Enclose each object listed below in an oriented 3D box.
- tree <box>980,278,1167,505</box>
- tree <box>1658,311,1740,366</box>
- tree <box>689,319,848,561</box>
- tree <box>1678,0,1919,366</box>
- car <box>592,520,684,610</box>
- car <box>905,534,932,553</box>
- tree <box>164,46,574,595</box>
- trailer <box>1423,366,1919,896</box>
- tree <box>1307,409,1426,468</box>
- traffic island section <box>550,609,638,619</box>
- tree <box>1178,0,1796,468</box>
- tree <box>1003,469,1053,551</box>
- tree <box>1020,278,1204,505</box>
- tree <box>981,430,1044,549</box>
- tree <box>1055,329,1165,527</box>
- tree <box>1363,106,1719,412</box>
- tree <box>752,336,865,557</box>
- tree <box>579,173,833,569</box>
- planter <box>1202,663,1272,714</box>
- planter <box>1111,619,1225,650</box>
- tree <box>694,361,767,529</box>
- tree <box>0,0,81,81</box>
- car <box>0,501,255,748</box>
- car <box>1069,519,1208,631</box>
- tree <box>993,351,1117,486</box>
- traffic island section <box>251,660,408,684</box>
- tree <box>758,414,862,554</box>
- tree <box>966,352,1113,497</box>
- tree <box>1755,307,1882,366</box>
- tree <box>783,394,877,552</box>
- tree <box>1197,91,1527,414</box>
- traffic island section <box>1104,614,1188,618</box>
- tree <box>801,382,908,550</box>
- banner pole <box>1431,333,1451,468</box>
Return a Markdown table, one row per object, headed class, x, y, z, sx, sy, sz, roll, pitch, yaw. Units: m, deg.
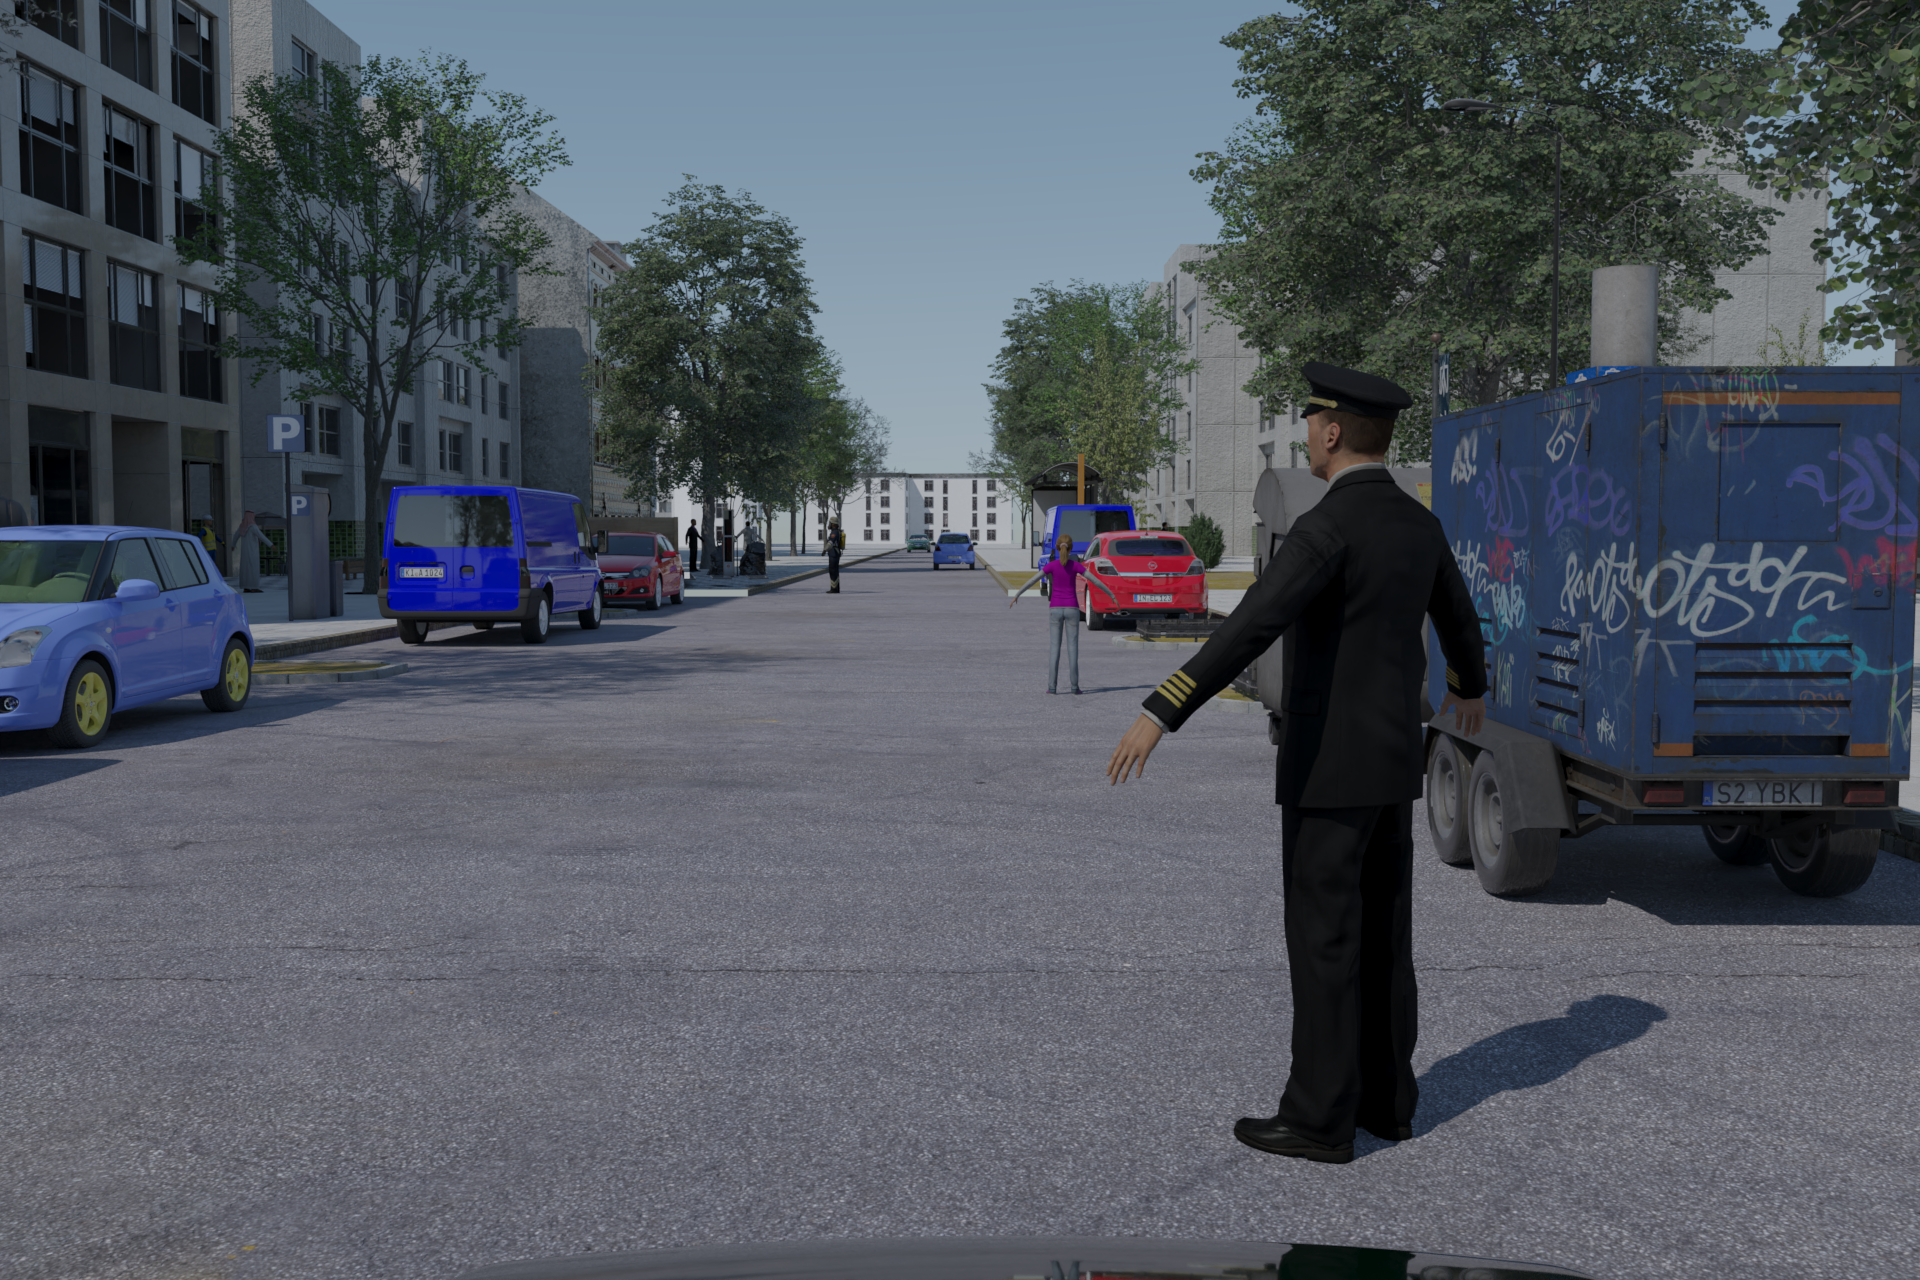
| class | x | y | z | sx | sy | sz | roll | pitch | yaw |
| --- | --- | --- | --- | --- | --- | --- | --- | --- | --- |
| tree | 5.908 | -10.980 | 86.174 | 9.857 | 13.997 | 8.962 | 0 | 3 | 0 |
| tree | 22.561 | -6.499 | 56.625 | 4.360 | 8.622 | 3.978 | 0 | 3 | 0 |
| tree | -9.173 | -9.574 | 82.295 | 9.928 | 11.665 | 9.643 | 0 | 3 | 0 |
| tree | 8.352 | -6.302 | 9.696 | 9.857 | 13.997 | 8.962 | 0 | 3 | 0 |
| car | -6.554 | -1.522 | 33.924 | 2.155 | 1.783 | 4.494 | 0 | 3 | 0 |
| car | -3.209 | -7.556 | 135.331 | 2.131 | 1.459 | 4.920 | 0 | 4 | 0 |
| tree | -12.358 | -6.780 | 36.605 | 9.928 | 11.665 | 9.643 | 0 | 3 | 0 |
| trailer | 2.802 | -0.050 | 7.863 | 1.471 | 1.999 | 3.904 | 0 | 4 | 0 |
| tree | 14.080 | -6.556 | 57.561 | 4.360 | 8.622 | 3.978 | 0 | 3 | 0 |
| traffic island section | -6.730 | -0.456 | 30.327 | 1.991 | 0.108 | 1.994 | 0 | 4 | 1 |
| tree | 8.364 | -7.434 | 28.199 | 9.857 | 13.997 | 8.962 | 0 | 3 | 0 |
| tree | 5.294 | -10.906 | 128.669 | 4.737 | 8.622 | 4.395 | 0 | 3 | 0 |
| tree | 6.058 | -8.875 | 70.867 | 9.928 | 11.665 | 9.643 | 0 | 3 | 0 |
| tree | 5.440 | -13.489 | 146.299 | 9.928 | 11.665 | 9.643 | 0 | 3 | 0 |
| tree | 5.510 | -6.808 | 61.665 | 4.737 | 8.622 | 4.395 | 0 | 3 | 0 |
| tree | 15.825 | -8.463 | 48.741 | 12.009 | 13.543 | 11.850 | 0 | 3 | 0 |
| tree | -9.277 | -11.014 | 98.198 | 7.486 | 12.596 | 7.792 | 0 | 3 | 0 |
| tree | -9.142 | -9.568 | 63.085 | 9.857 | 13.997 | 8.962 | 0 | 3 | 0 |
| planter | 2.997 | 0.397 | 14.655 | 1.991 | 0.319 | 1.994 | 0 | 4 | -1 |
| planter | 2.982 | -0.074 | 22.347 | 1.991 | 0.319 | 1.994 | 0 | 4 | 0 |
| tree | -9.708 | -7.538 | 73.611 | 4.737 | 8.622 | 4.395 | 0 | 3 | 0 |
| tree | -12.206 | -6.200 | 11.735 | 12.009 | 13.543 | 11.850 | 0 | 3 | 0 |
| car | -6.654 | -0.190 | 12.691 | 1.945 | 1.707 | 3.694 | 0 | 4 | 0 |
| car | 2.750 | -1.111 | 27.202 | 2.155 | 1.783 | 4.494 | 0 | 4 | -1 |
| tree | 5.481 | -10.474 | 97.013 | 9.928 | 11.665 | 9.643 | 0 | 3 | 0 |
| traffic island section | -6.732 | 0.327 | 17.518 | 1.991 | 0.108 | 1.994 | 0 | 4 | 0 |
| tree | -9.797 | -10.837 | 111.597 | 7.601 | 10.594 | 8.767 | -2 | 4 | -26 |
| tree | 6.002 | -12.196 | 109.770 | 12.009 | 13.543 | 11.850 | 0 | 3 | 0 |
| tree | 27.982 | -6.538 | 57.260 | 4.737 | 8.622 | 4.395 | 0 | 3 | 0 |
| tree | -9.696 | -12.150 | 124.410 | 9.928 | 11.665 | 9.643 | 0 | 3 | 0 |
| tree | 8.988 | -6.940 | 39.220 | 9.928 | 11.665 | 9.643 | 0 | 3 | 0 |
| traffic island section | 2.964 | -0.473 | 30.596 | 1.991 | 0.108 | 1.994 | 0 | 4 | 0 |
| tree | -9.834 | -14.077 | 140.531 | 12.009 | 13.543 | 11.850 | 0 | 3 | 0 |
| banner pole | 5.921 | -1.921 | 21.426 | 0.401 | 3.779 | 0.863 | 0 | 4 | 0 |
